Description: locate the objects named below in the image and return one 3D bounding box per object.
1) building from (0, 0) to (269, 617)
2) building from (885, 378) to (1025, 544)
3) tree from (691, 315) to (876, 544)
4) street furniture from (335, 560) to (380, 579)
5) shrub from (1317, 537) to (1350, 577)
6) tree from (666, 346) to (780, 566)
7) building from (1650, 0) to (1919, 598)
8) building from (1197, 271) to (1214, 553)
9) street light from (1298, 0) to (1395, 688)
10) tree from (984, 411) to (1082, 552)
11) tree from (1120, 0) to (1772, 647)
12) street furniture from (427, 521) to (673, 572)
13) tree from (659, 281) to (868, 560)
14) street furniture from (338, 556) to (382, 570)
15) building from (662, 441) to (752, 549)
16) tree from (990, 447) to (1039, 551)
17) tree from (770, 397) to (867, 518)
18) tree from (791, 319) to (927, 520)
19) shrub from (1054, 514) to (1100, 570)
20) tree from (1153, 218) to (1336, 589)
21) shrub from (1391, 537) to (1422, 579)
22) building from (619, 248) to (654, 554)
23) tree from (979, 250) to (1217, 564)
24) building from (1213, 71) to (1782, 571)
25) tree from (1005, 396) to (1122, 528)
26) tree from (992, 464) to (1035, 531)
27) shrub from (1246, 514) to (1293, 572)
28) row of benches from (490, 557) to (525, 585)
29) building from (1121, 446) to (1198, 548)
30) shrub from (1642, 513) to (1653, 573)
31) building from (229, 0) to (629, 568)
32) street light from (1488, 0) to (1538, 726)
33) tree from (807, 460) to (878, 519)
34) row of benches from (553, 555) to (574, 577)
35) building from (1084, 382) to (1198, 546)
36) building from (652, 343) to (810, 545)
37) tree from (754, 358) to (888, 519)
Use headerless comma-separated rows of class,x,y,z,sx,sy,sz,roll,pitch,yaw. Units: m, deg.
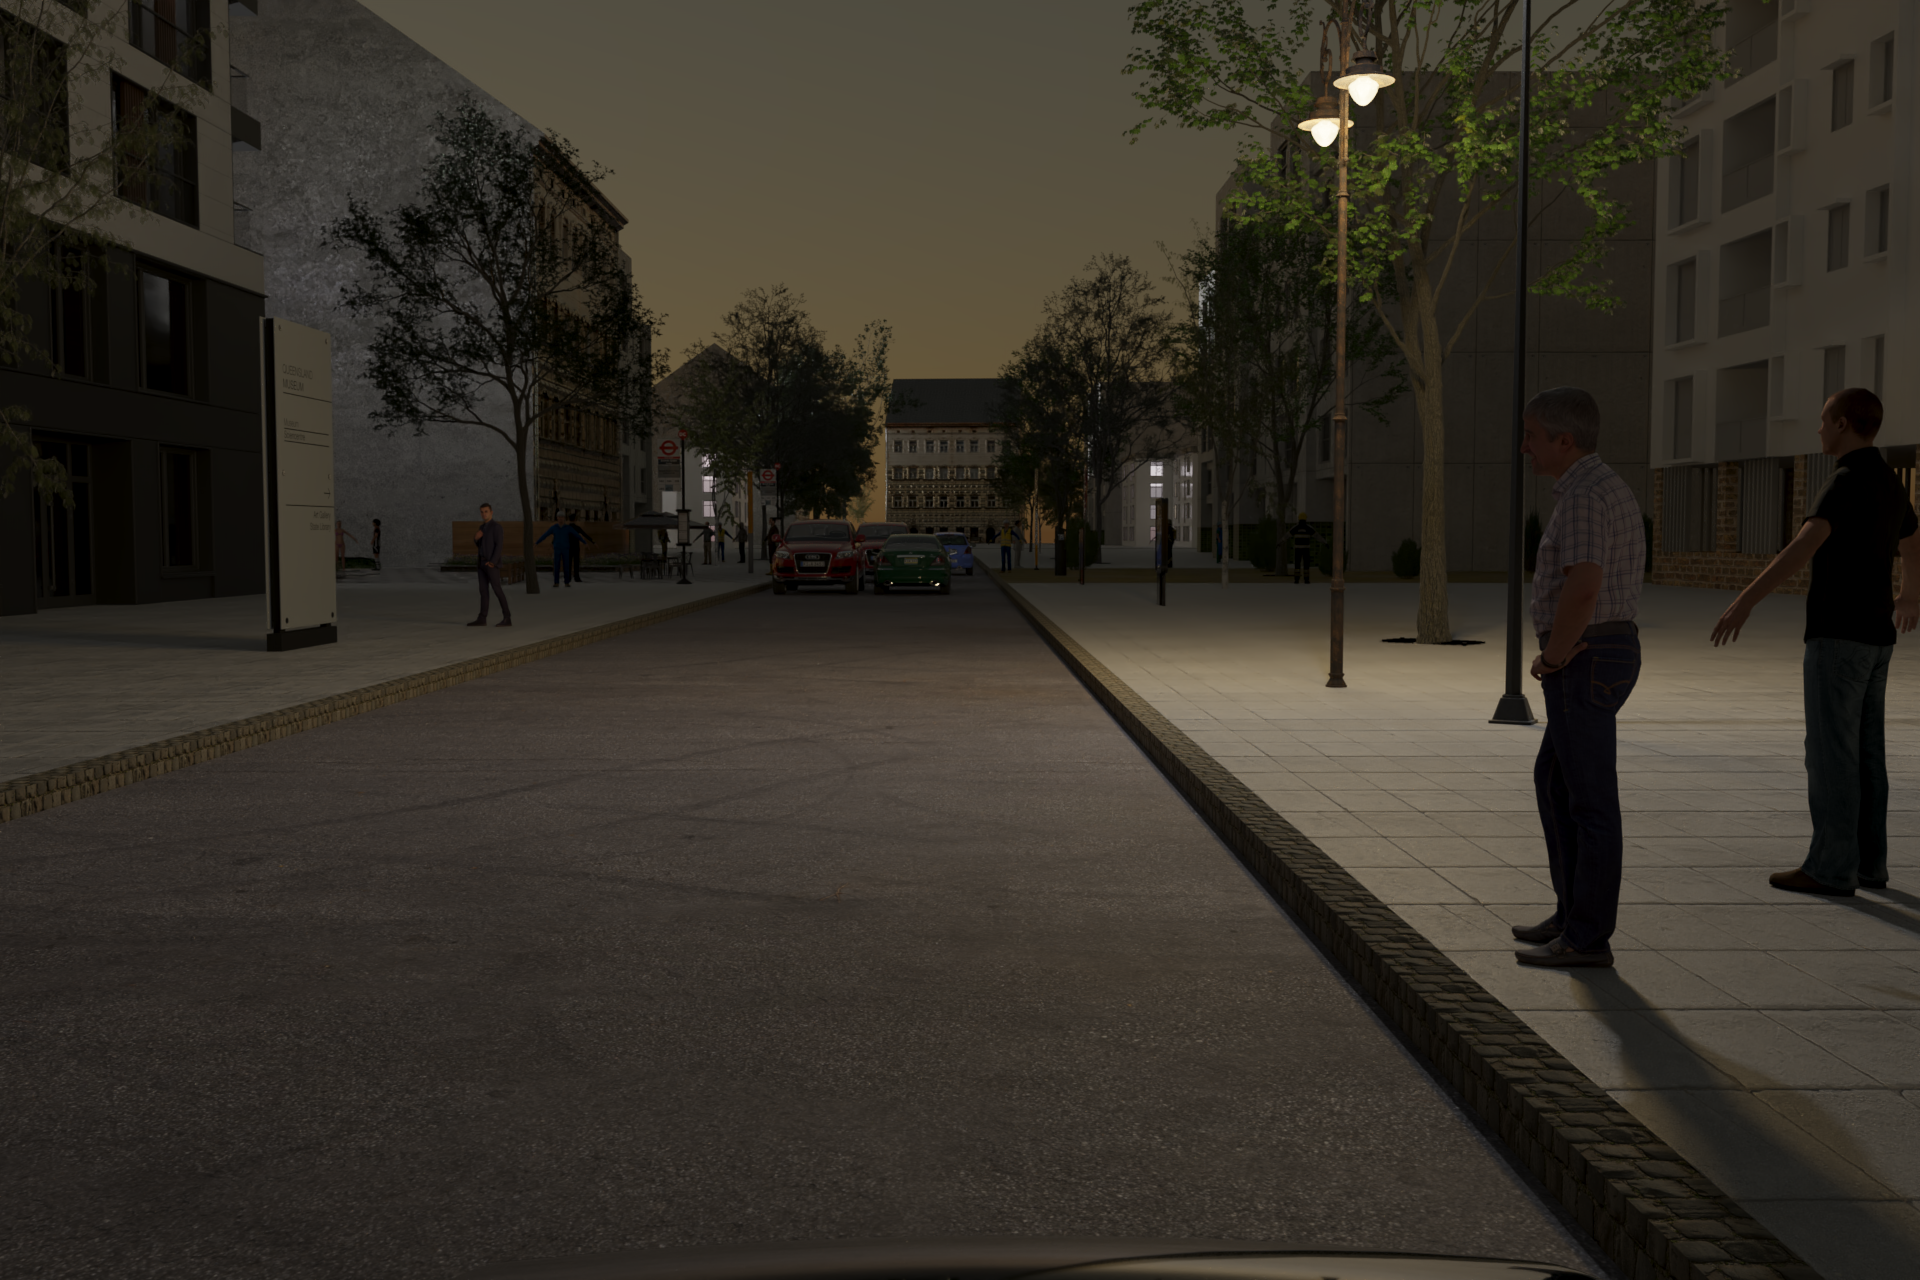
building,-28.756,-10.803,20.604,27.936,21.610,32.646,0,4,0
building,-0.322,-25.043,242.838,18.063,23.208,19.493,0,4,5
tree,-10.212,-11.493,98.276,12.009,13.543,11.850,0,3,0
street furniture,-21.307,-2.545,48.470,11.010,1.723,9.812,0,4,-3
shrub,11.196,-2.500,51.996,1.383,1.207,1.383,0,3,0
tree,-9.479,-7.253,68.945,4.737,8.622,4.395,0,3,0
building,22.443,-11.309,41.322,16.016,20.090,11.380,0,4,-1
building,25.378,-14.696,106.731,16.747,18.905,31.486,0,4,-1
street light,3.156,-2.542,14.347,0.468,5.910,1.993,0,3,0
tree,5.309,-11.482,122.135,7.601,10.594,8.767,-2,4,-26
tree,5.392,-5.765,20.013,9.928,11.665,9.643,0,3,0
street furniture,-14.006,-3.272,60.358,11.010,1.723,9.812,0,4,6
tree,-9.516,-10.640,84.341,12.009,13.543,11.850,0,3,0
street furniture,-26.412,-2.861,62.396,10.072,0.657,5.734,0,4,2
building,-24.813,-13.925,169.824,9.099,9.664,28.070,0,4,0
tree,4.638,-11.150,132.664,4.737,8.622,4.395,0,3,0
tree,-10.679,-12.433,129.042,9.928,11.665,9.643,0,3,0
tree,-8.699,-18.065,151.253,12.611,20.169,13.585,0,3,0
shrub,4.172,-3.501,61.656,1.690,2.028,1.600,0,3,0
tree,6.182,-5.518,40.581,4.360,8.622,3.978,0,3,0
shrub,12.808,-2.350,49.537,1.383,1.207,1.383,0,3,0
building,-29.300,-14.463,102.928,16.747,18.905,31.486,0,4,-1
tree,6.103,-10.036,74.459,12.009,13.543,11.850,0,3,0
building,21.716,-12.754,74.981,16.747,18.905,31.486,0,4,0
tree,6.025,-10.017,98.186,7.601,10.594,8.767,-2,4,-34
tree,5.083,-12.333,152.010,4.360,8.622,3.978,0,3,0
shrub,10.527,-3.332,58.901,1.690,2.028,1.600,0,3,0
row of benches,-11.975,-1.850,45.704,1.422,0.672,4.104,-1,4,-9
building,22.596,-14.467,178.674,9.099,9.664,28.070,0,4,-1
shrub,22.901,-3.271,57.904,1.690,2.028,1.600,0,3,0
building,-25.552,-14.896,74.473,19.493,23.208,18.063,0,4,-1
street light,4.303,-2.389,11.598,1.470,5.913,1.316,0,4,-1
tree,-10.242,-12.428,137.611,8.767,10.594,7.601,1,4,16
row of benches,-11.904,-2.242,52.126,1.422,0.672,4.104,-1,4,-14
building,24.548,-20.979,209.471,16.747,18.905,31.486,0,4,0
building,-28.227,-23.098,208.579,19.493,23.208,18.063,0,4,0
tree,-9.678,-12.854,116.819,9.857,13.997,8.962,0,3,0
